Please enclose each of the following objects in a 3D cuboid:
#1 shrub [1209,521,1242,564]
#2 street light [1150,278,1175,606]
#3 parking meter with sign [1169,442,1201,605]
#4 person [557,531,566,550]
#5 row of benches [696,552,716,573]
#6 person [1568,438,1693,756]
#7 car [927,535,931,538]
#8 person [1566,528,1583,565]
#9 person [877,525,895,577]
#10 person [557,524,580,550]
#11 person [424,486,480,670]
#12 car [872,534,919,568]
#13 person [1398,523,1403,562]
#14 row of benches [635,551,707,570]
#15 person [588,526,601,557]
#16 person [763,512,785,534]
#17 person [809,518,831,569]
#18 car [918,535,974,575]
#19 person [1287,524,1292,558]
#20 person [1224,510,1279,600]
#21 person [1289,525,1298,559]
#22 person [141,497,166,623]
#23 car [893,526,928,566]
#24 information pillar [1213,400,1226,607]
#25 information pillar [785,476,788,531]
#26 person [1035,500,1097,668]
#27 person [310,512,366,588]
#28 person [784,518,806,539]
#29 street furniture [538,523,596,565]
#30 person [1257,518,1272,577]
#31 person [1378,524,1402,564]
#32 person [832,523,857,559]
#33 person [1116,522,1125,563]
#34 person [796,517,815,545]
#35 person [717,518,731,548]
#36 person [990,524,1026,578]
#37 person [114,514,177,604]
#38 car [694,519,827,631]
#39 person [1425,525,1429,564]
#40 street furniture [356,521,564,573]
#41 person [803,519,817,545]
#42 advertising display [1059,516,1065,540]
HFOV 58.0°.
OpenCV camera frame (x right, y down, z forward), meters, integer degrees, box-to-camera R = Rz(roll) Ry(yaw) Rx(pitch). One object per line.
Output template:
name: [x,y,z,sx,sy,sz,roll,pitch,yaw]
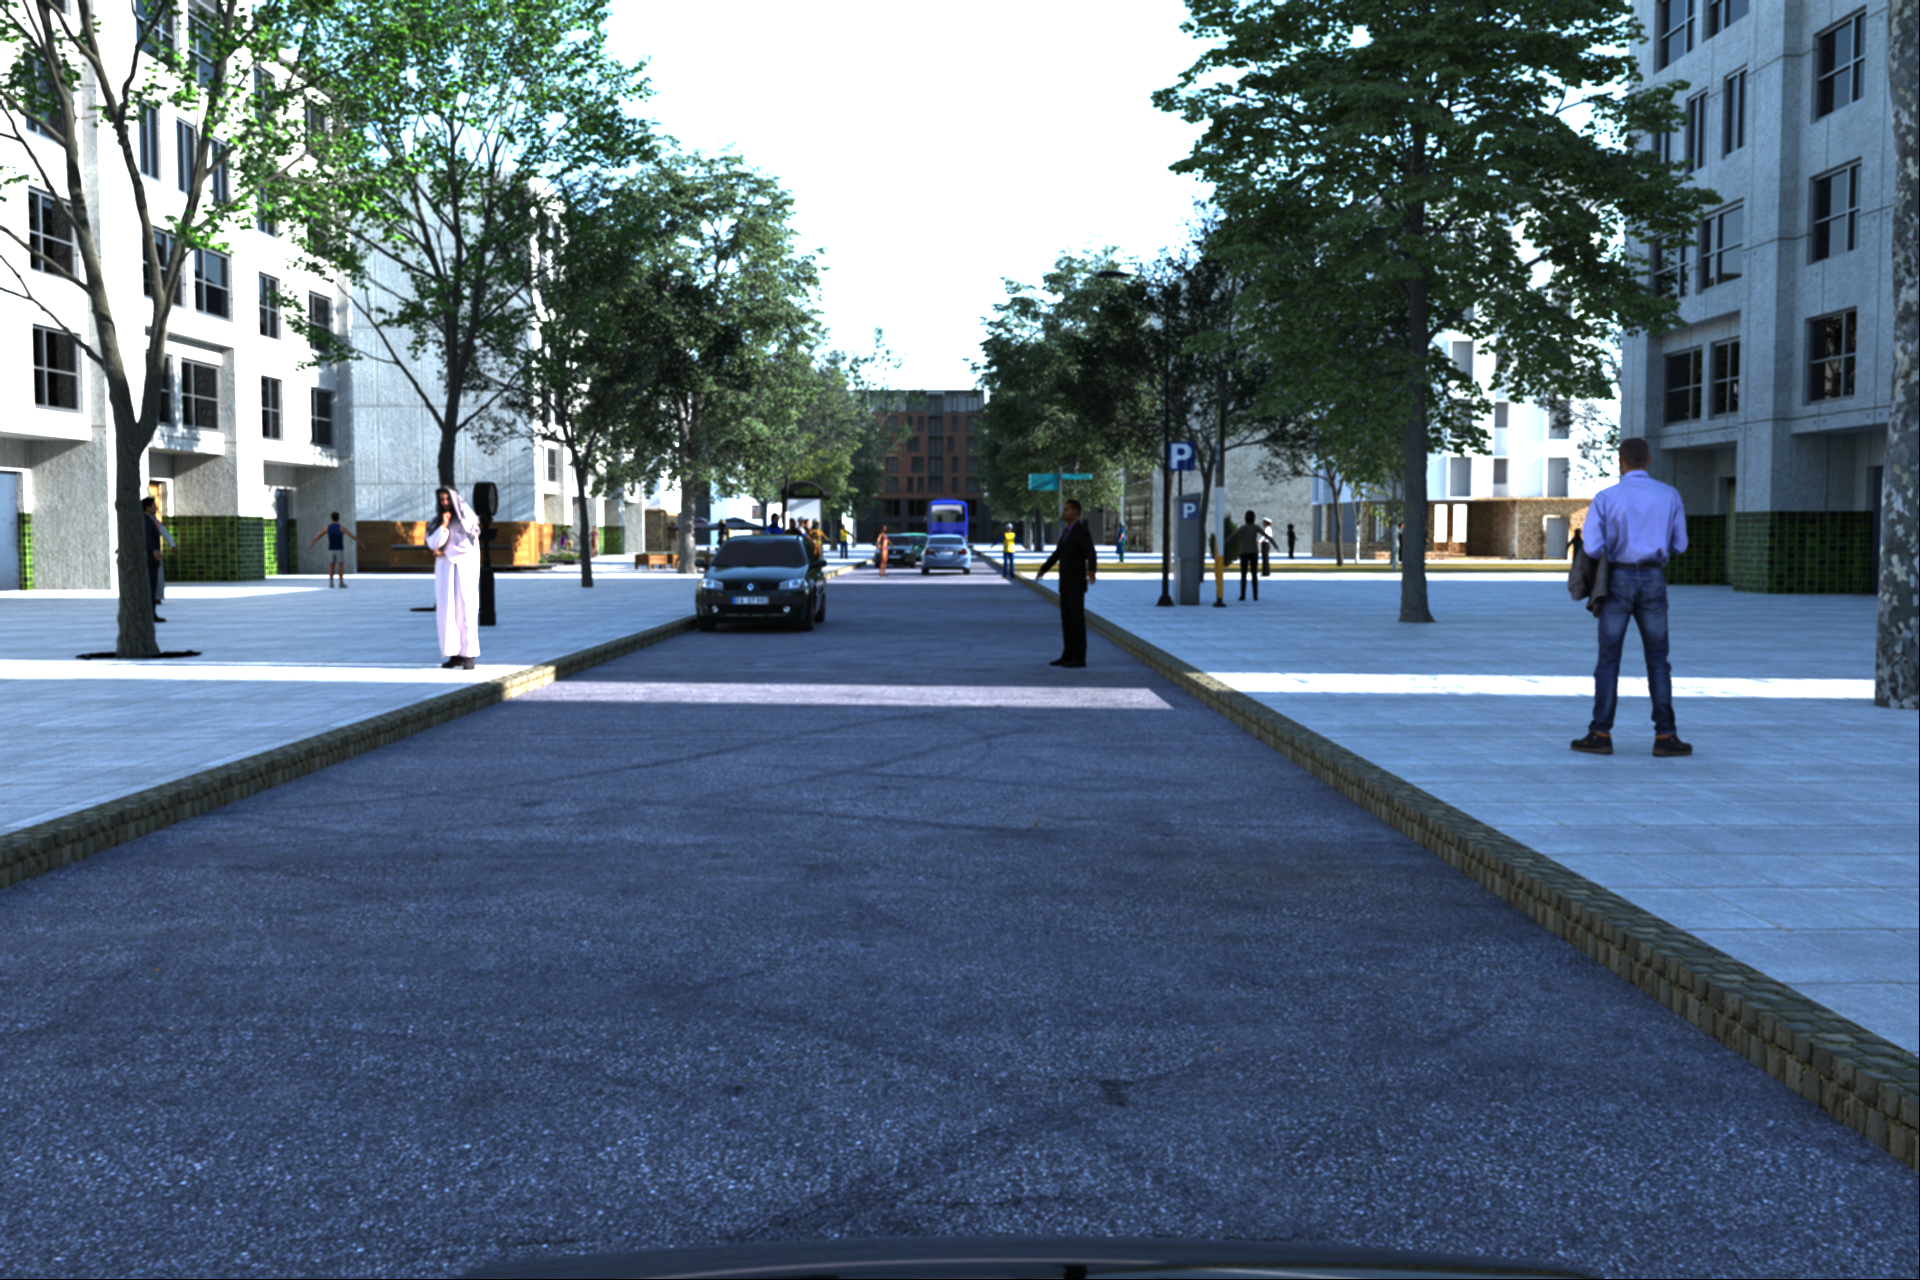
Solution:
shrub: [11.511,-4.314,74.959,1.690,2.028,1.600,0,3,0]
street light: [4.198,-3.555,30.660,1.470,5.913,1.316,0,3,0]
parking meter with sign: [4.164,-2.184,31.976,0.543,3.016,1.738,0,3,0]
person: [-18.775,-4.426,81.626,0.599,1.433,0.991,-3,4,-36]
row of benches: [-8.429,-2.615,58.213,1.422,0.672,4.104,-2,4,-27]
person: [3.938,-0.262,10.188,0.709,1.838,0.599,1,4,10]
car: [-2.199,-5.576,103.530,2.083,1.381,4.827,0,4,0]
person: [16.570,-2.271,46.347,0.989,1.438,0.599,-2,4,-25]
person: [-2.518,-3.012,58.498,0.721,1.733,1.217,1,4,23]
person: [-19.843,-4.986,87.795,1.348,1.796,0.705,-1,4,-19]
person: [-4.842,-0.601,16.546,0.551,1.740,0.621,0,4,-7]
car: [-2.754,-3.943,74.254,2.009,1.686,4.222,0,4,-1]
person: [20.363,-4.511,79.941,0.705,1.806,1.347,1,4,10]
row of benches: [-10.558,-2.957,63.803,1.422,0.672,4.104,2,4,27]
person: [-20.116,-5.393,94.972,1.217,1.733,0.721,2,4,34]
person: [-4.694,-2.344,44.296,0.704,1.831,1.345,2,4,30]
person: [-5.259,-3.521,63.342,0.705,1.858,1.354,3,5,40]
car: [-0.501,-3.063,62.084,2.014,1.417,4.499,0,4,0]
person: [17.721,-5.297,92.753,0.704,1.843,1.345,1,4,10]
person: [5.592,-1.639,33.561,1.215,1.744,0.721,0,4,-2]
person: [17.123,-5.031,88.970,0.721,1.740,1.216,0,4,-5]
person: [-11.772,-1.173,25.231,0.704,1.823,1.345,-2,4,-27]
car: [-2.157,-4.332,79.619,1.959,1.807,4.718,0,4,-1]
information pillar: [4.571,-2.393,30.486,0.183,3.616,0.504,0,4,-1]
information pillar: [-6.481,-4.490,64.765,0.183,3.616,0.504,0,4,0]
person: [1.192,-0.615,18.732,0.704,1.802,1.346,-1,4,-23]
person: [-14.917,-2.158,41.444,1.345,1.807,0.704,0,4,0]
person: [-4.811,-2.583,49.040,1.215,1.729,0.721,2,4,30]
street furniture: [-18.870,-4.074,73.462,11.010,1.723,9.812,0,4,-7]
person: [9.167,-2.806,52.344,0.721,1.778,1.216,2,4,25]
person: [18.732,-4.189,74.682,1.347,1.806,0.705,1,4,12]
person: [-5.932,-5.060,88.702,1.349,1.833,0.705,-1,4,-23]
person: [7.065,-4.292,76.308,0.704,1.817,1.347,0,4,2]
person: [-5.204,-3.122,56.903,0.705,1.847,1.347,2,4,28]
person: [-8.766,-3.545,63.737,0.705,1.856,1.354,-1,4,-14]
person: [1.567,-2.905,56.419,1.216,1.772,0.721,-1,4,-14]
person: [-14.828,-1.560,31.651,1.347,1.811,0.704,1,4,16]
car: [-3.032,-1.043,26.838,2.009,1.686,4.222,0,4,-1]
person: [19.578,-4.109,73.116,0.705,1.837,1.347,0,4,8]
street furniture: [-18.577,-3.340,61.463,11.010,1.723,9.812,1,4,13]
person: [-5.383,-3.364,61.141,0.704,1.812,1.346,-2,4,-24]
advertising display: [3.744,-3.573,63.627,0.123,1.923,0.974,0,4,-1]
